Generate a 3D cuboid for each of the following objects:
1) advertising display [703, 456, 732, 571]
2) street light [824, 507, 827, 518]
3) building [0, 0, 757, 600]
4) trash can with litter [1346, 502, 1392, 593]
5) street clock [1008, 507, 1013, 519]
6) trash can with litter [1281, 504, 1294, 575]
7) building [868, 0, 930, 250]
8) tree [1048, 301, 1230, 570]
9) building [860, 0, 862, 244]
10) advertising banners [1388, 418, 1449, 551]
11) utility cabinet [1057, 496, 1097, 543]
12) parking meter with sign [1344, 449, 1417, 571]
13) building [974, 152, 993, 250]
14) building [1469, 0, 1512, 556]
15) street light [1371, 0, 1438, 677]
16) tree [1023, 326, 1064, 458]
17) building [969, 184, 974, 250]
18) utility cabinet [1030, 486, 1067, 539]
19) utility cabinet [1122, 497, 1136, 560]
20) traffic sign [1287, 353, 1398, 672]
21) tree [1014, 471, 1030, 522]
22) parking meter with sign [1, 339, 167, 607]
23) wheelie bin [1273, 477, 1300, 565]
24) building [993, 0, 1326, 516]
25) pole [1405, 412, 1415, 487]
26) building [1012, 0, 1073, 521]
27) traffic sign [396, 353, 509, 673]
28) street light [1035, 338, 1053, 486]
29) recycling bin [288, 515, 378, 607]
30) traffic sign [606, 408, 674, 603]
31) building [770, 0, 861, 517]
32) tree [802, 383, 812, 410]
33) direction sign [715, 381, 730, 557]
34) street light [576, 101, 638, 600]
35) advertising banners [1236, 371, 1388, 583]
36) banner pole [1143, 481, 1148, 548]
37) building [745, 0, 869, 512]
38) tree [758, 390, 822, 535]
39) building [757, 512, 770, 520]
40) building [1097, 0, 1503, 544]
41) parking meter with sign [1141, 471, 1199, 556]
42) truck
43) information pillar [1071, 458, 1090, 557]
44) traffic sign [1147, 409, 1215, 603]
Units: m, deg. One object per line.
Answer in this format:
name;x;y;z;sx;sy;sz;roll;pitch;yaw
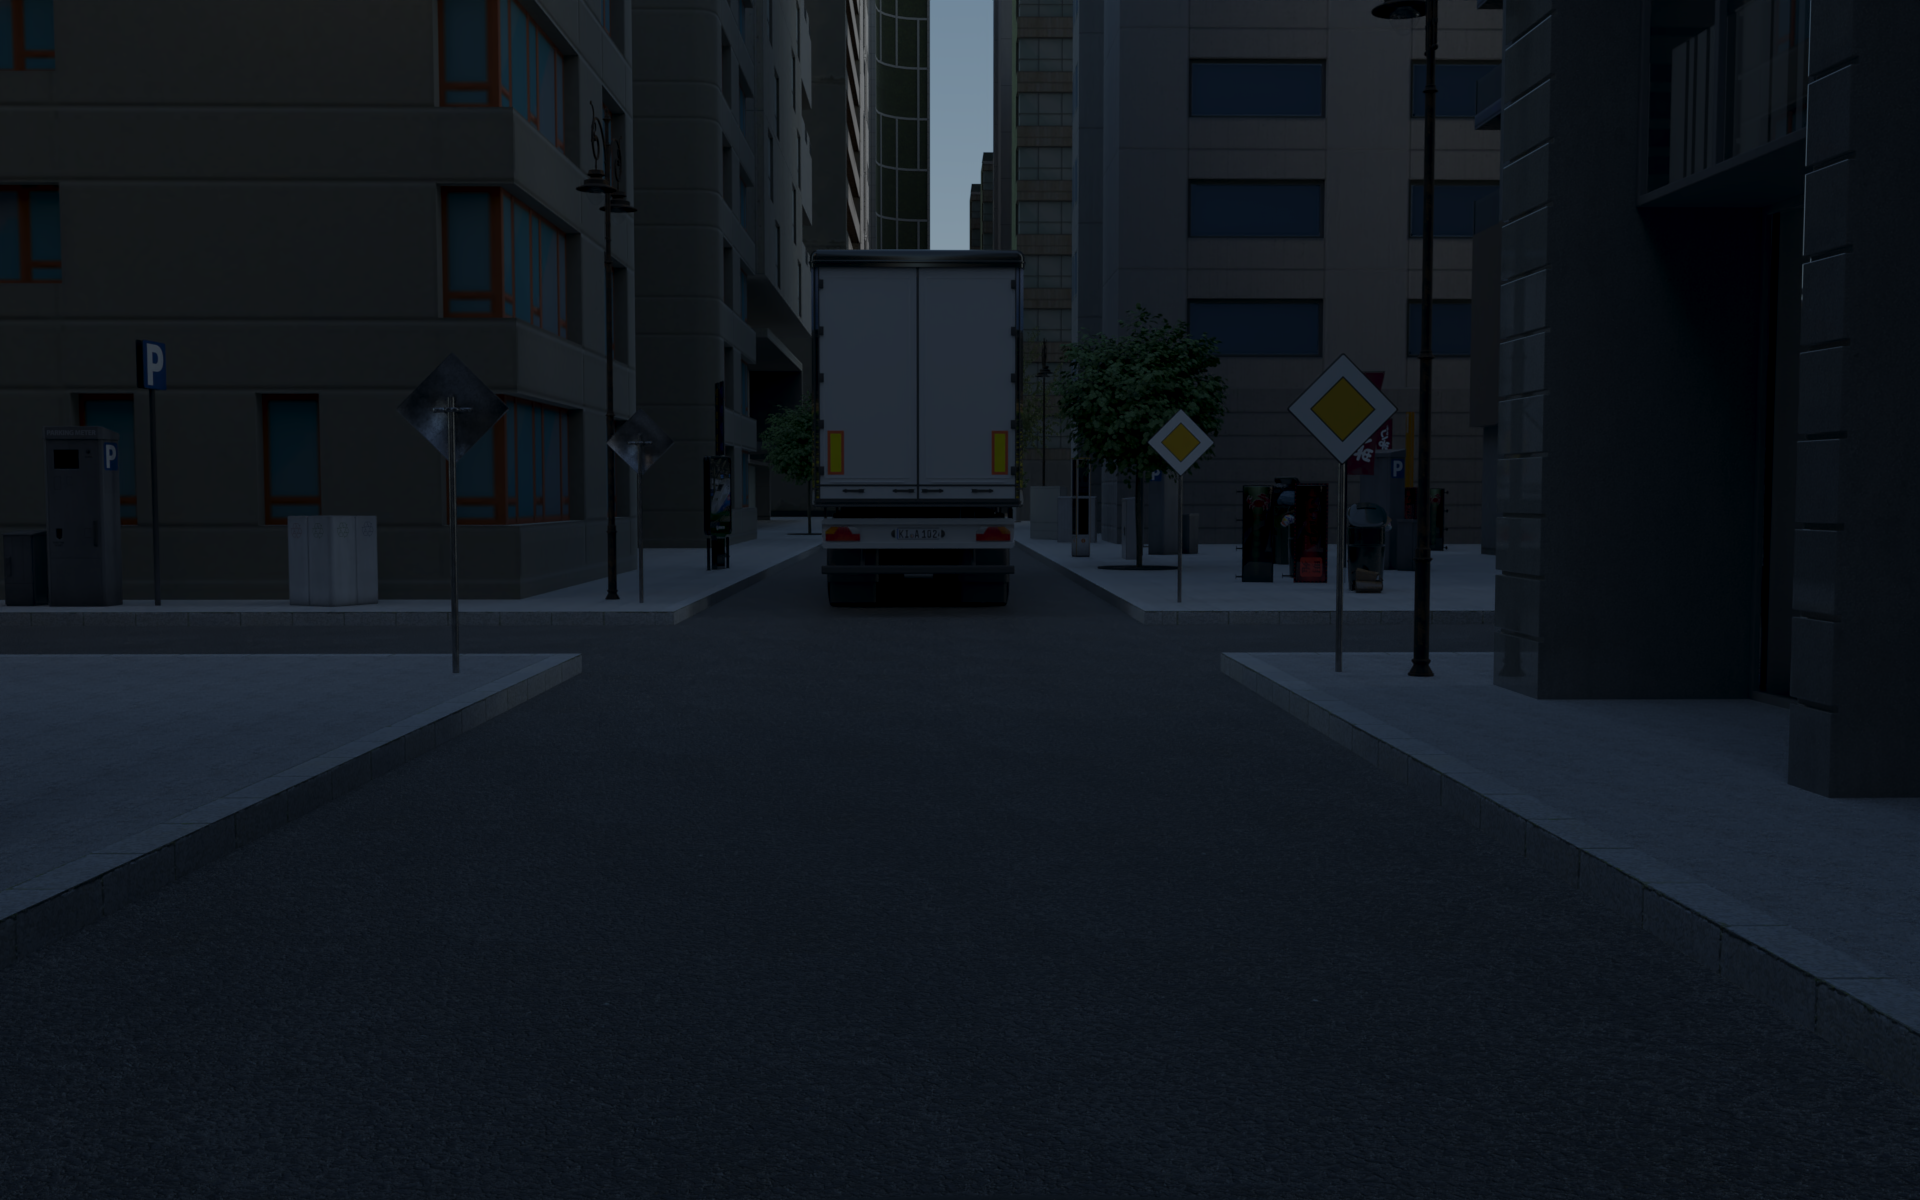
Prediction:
advertising display;-4.111;-1.481;29.421;0.123;1.923;0.974;1;4;14
street light;-4.939;-5.546;63.473;0.468;5.910;1.993;0;4;-1
building;-19.417;-11.594;34.594;27.650;21.520;28.899;0;4;-1
trash can with litter;5.417;-0.697;22.782;0.624;1.170;1.055;0;4;7
street clock;1.850;-3.613;63.645;0.471;2.002;0.358;-1;4;-13
trash can with litter;5.282;-0.944;26.818;0.624;1.170;1.055;1;4;10
building;-13.547;-45.887;188.496;20.611;71.187;20.563;0;4;-1
tree;3.137;-2.815;29.733;4.285;4.588;4.351;0;3;0
building;-14.325;-26.921;123.756;14.154;41.232;14.086;0;4;-1
advertising banners;10.277;-2.653;39.565;0.090;3.025;2.074;-3;4;-37
utility cabinet;3.097;-2.118;45.793;1.020;1.237;0.306;1;4;15
parking meter with sign;7.164;-2.027;29.404;0.543;3.016;1.738;-2;4;-34
building;8.724;-23.092;149.261;14.160;30.474;14.107;0;4;-1
building;17.977;-23.157;28.734;14.200;45.320;14.600;0;4;-1
street light;3.256;-2.402;12.054;0.468;5.910;1.993;0;4;-1
tree;2.415;-7.595;74.539;4.737;8.622;4.395;0;3;0
building;7.856;-23.973;163.665;14.160;30.474;14.107;0;4;-1
utility cabinet;2.511;-2.462;48.939;0.318;1.500;1.173;-3;5;-43
utility cabinet;3.378;-1.416;34.307;0.306;1.237;1.020;0;4;1
traffic sign;2.732;-0.538;12.446;0.795;2.450;0.064;0;4;-1
tree;2.283;-5.132;78.506;1.663;3.219;1.824;0;3;0
parking meter with sign;-10.048;-1.441;19.828;1.738;3.016;0.543;0;4;0
wheelie bin;5.966;-1.451;31.639;0.693;1.594;0.980;-2;4;-28
building;12.918;-35.801;127.353;21.231;58.520;28.212;0;4;-1
pole;11.177;-3.012;43.088;0.158;3.312;0.155;0;3;0
building;9.575;-24.747;88.206;14.154;41.232;14.086;0;4;-1
traffic sign;-3.612;-0.533;12.358;0.795;2.450;0.064;0;4;-1
street light;2.493;-4.813;51.478;0.468;5.910;1.993;0;4;-1
recycling bin;-7.272;-0.461;20.098;0.722;1.027;0.722;2;4;27
traffic sign;-3.749;-1.021;20.341;0.795;2.450;0.064;0;4;-1
building;-17.126;-29.466;105.479;21.300;48.544;21.600;0;4;-1
tree;-6.203;-8.492;89.203;4.360;8.622;3.978;0;3;0
direction sign;-4.865;-2.637;35.107;0.379;3.537;0.876;-1;4;-18
street light;-4.232;-2.944;20.923;0.468;5.910;1.993;0;4;-1
advertising banners;5.030;-1.758;24.923;2.074;3.025;0.090;1;4;12
banner pole;4.549;-3.168;41.811;0.401;3.779;0.863;3;5;43
building;-21.589;-34.635;155.519;27.495;52.752;28.713;0;4;-1
tree;-4.680;-4.345;54.749;4.285;4.588;4.351;0;3;0
building;-20.166;-29.390;69.762;28.713;52.752;27.495;0;4;-1
building;14.256;-31.475;56.619;21.231;58.520;28.212;0;4;-1
parking meter with sign;4.368;-2.466;36.587;1.738;3.016;0.543;-3;5;-45
truck;-0.604;-2.237;25.494;2.839;4.237;11.283;0;4;-1
information pillar;2.459;-1.879;35.209;0.304;2.012;0.304;-1;4;-16
traffic sign;2.594;-1.027;20.430;0.795;2.450;0.064;0;4;-1
